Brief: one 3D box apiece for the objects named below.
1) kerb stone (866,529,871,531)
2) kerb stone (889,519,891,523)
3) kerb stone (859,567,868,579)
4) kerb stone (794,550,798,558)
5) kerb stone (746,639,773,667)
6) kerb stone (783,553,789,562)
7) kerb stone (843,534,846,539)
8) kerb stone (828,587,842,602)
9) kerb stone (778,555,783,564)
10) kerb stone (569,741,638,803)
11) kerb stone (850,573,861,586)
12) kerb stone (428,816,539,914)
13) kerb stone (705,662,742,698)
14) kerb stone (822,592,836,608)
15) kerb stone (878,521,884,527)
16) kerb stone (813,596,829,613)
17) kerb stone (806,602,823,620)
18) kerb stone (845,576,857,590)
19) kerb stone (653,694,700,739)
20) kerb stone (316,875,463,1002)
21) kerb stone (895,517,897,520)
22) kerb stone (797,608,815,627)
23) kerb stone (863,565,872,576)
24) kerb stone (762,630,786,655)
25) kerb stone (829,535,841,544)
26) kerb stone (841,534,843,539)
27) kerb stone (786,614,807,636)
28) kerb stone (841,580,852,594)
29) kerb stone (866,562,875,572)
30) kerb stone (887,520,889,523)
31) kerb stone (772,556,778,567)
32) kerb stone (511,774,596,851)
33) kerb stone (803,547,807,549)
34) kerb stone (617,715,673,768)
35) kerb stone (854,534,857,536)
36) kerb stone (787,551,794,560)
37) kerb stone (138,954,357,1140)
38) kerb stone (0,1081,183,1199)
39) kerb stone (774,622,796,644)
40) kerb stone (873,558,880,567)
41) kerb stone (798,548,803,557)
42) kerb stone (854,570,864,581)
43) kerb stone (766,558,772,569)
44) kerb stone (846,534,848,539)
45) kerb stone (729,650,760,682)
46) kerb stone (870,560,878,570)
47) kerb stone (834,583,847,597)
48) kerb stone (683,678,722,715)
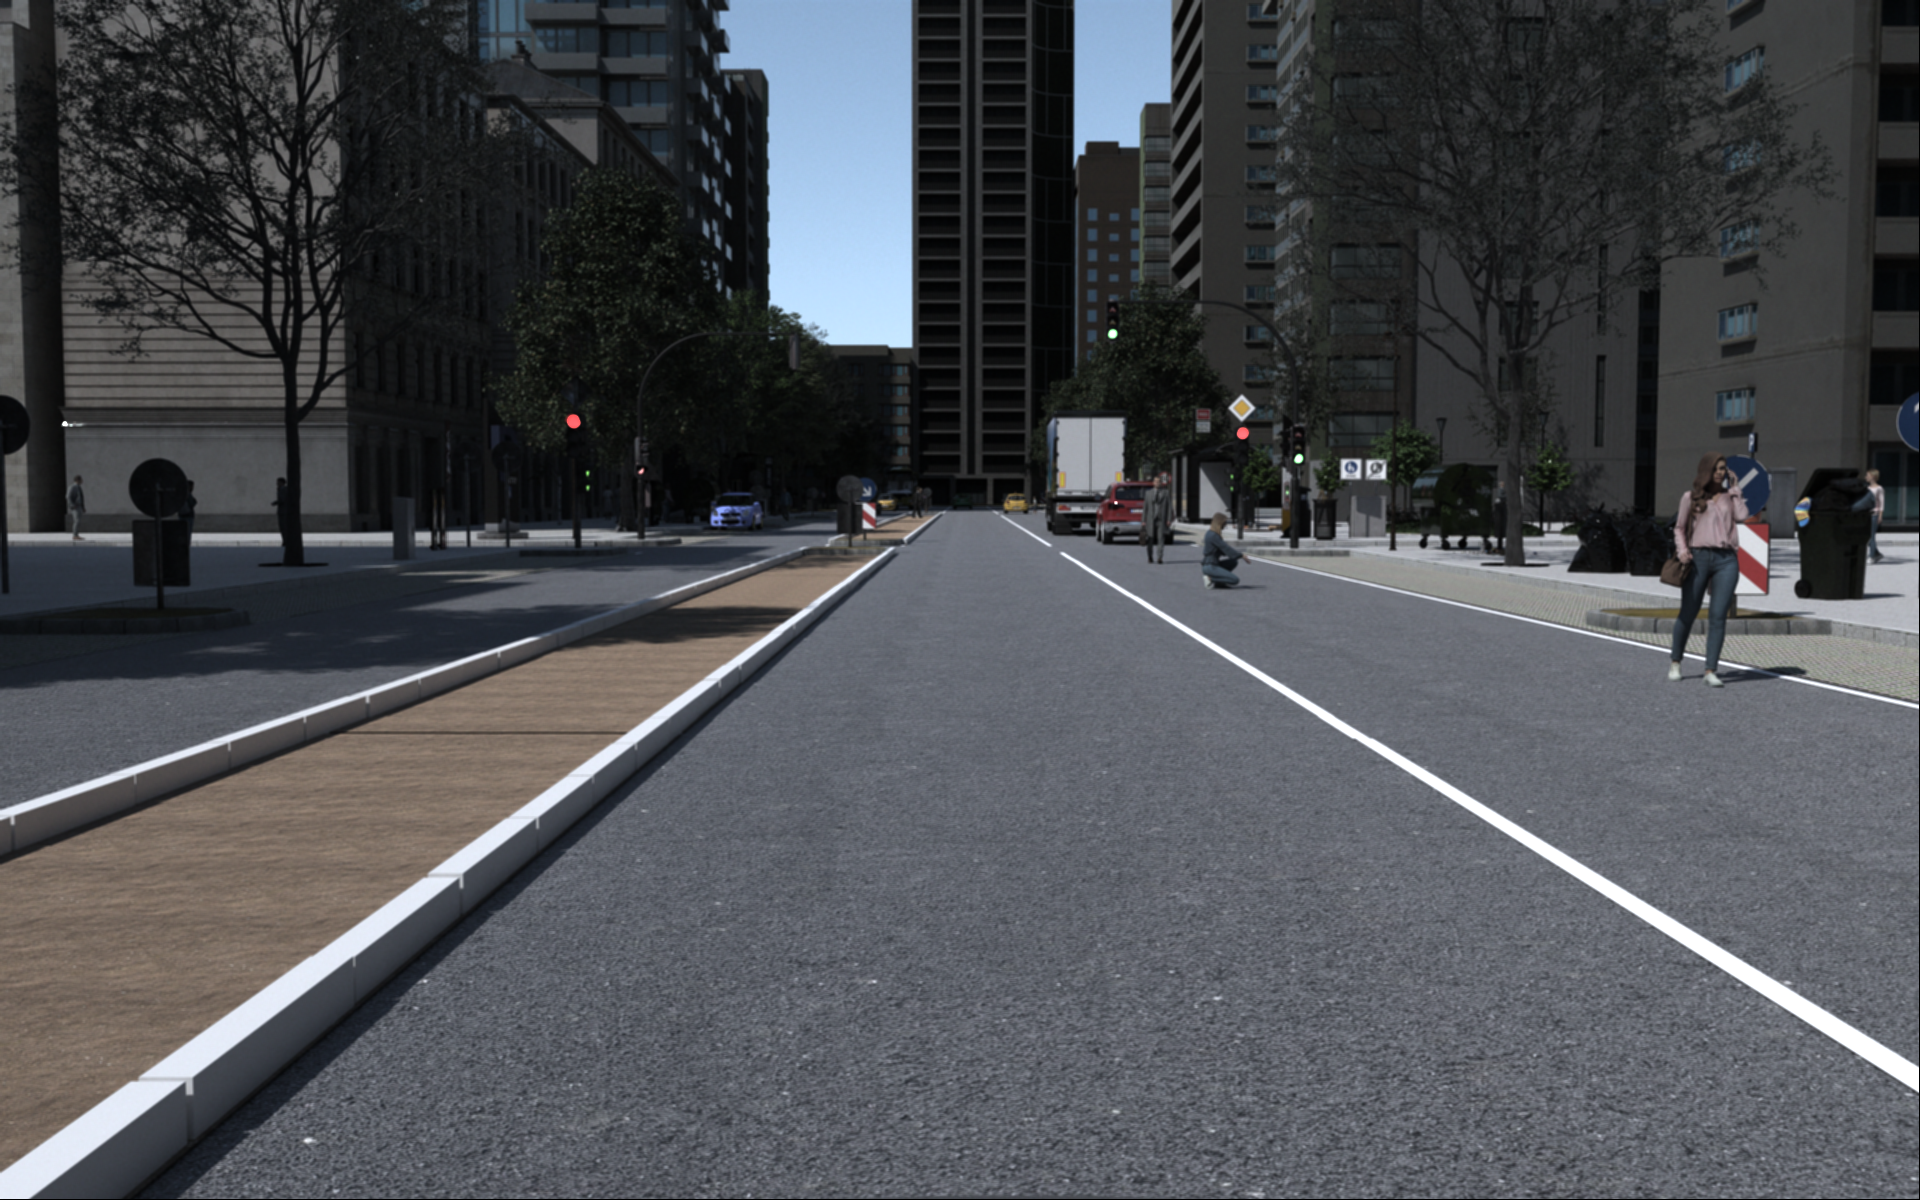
[{"bbox_3d":[-3.616,-2.762,67.363,0.120,0.150,1.000,0,4,0],"label":"kerb stone"},{"bbox_3d":[-3.566,-3.767,83.790,0.120,0.150,1.000,0,4,0],"label":"kerb stone"},{"bbox_3d":[-1.665,-0.411,28.908,0.120,0.150,1.000,0,4,0],"label":"kerb stone"},{"bbox_3d":[-3.726,-0.977,38.175,0.120,0.150,1.000,0,4,0],"label":"kerb stone"},{"bbox_3d":[-1.705,0.467,14.554,0.120,0.150,1.000,0,4,0],"label":"kerb stone"},{"bbox_3d":[-3.739,-0.852,36.120,0.120,0.150,1.000,0,4,0],"label":"kerb stone"},{"bbox_3d":[-3.674,-1.883,53.011,0.120,0.150,1.000,0,4,0],"label":"kerb stone"},{"bbox_3d":[-1.684,-0.034,22.759,0.120,0.150,1.000,0,4,0],"label":"kerb stone"},{"bbox_3d":[-3.742,-0.785,35.098,0.120,0.150,1.000,0,4,0],"label":"kerb stone"},{"bbox_3d":[-1.732,0.843,8.411,0.120,0.150,1.000,0,4,0],"label":"kerb stone"},{"bbox_3d":[-1.664,-0.285,26.856,0.120,0.150,1.000,0,4,0],"label":"kerb stone"},{"bbox_3d":[-1.739,0.969,6.360,0.120,0.150,1.000,0,4,0],"label":"kerb stone"},{"bbox_3d":[-1.719,0.592,12.510,0.120,0.150,1.000,0,4,0],"label":"kerb stone"},{"bbox_3d":[-1.691,0.030,21.737,0.120,0.150,1.000,0,4,0],"label":"kerb stone"},{"bbox_3d":[-3.583,-3.390,77.620,0.120,0.150,1.000,0,4,0],"label":"kerb stone"},{"bbox_3d":[-1.694,0.091,20.707,0.120,0.150,1.000,0,4,0],"label":"kerb stone"},{"bbox_3d":[-1.690,0.157,19.682,0.120,0.150,1.000,0,4,0],"label":"kerb stone"},{"bbox_3d":[-1.662,-0.222,25.831,0.120,0.150,1.000,0,4,0],"label":"kerb stone"},{"bbox_3d":[-1.724,0.719,10.456,0.120,0.150,1.000,0,4,0],"label":"kerb stone"},{"bbox_3d":[-1.746,1.039,5.334,0.120,0.150,1.000,0,4,0],"label":"kerb stone"},{"bbox_3d":[-3.543,-4.206,90.958,0.120,0.150,1.000,0,4,0],"label":"kerb stone"},{"bbox_3d":[-1.697,0.224,18.656,0.120,0.150,1.000,0,4,0],"label":"kerb stone"},{"bbox_3d":[-1.653,-0.473,29.930,0.120,0.150,1.000,0,4,0],"label":"kerb stone"},{"bbox_3d":[-1.703,0.411,15.577,0.120,0.150,1.000,0,4,0],"label":"kerb stone"},{"bbox_3d":[-3.674,-1.753,50.958,0.120,0.150,1.000,0,4,0],"label":"kerb stone"},{"bbox_3d":[-3.679,-1.822,51.980,0.120,0.150,1.000,0,4,0],"label":"kerb stone"},{"bbox_3d":[-1.694,0.279,17.633,0.120,0.150,1.000,0,4,0],"label":"kerb stone"},{"bbox_3d":[-1.676,-0.157,24.809,0.120,0.150,1.000,0,4,0],"label":"kerb stone"},{"bbox_3d":[-1.653,-0.534,30.952,0.120,0.150,1.000,0,4,0],"label":"kerb stone"},{"bbox_3d":[-3.568,-3.641,81.723,0.120,0.150,1.000,0,4,0],"label":"kerb stone"},{"bbox_3d":[-3.742,-0.726,34.067,0.120,0.150,1.000,0,4,0],"label":"kerb stone"},{"bbox_3d":[-1.734,0.908,7.390,0.120,0.150,1.000,0,4,0],"label":"kerb stone"},{"bbox_3d":[-3.714,-1.092,40.220,0.120,0.150,1.000,0,4,0],"label":"kerb stone"},{"bbox_3d":[-1.726,0.781,9.433,0.120,0.150,1.000,0,4,0],"label":"kerb stone"},{"bbox_3d":[-3.649,-2.190,58.127,0.120,0.150,1.000,0,4,0],"label":"kerb stone"},{"bbox_3d":[-3.723,-0.905,37.145,0.120,0.150,1.000,0,4,0],"label":"kerb stone"},{"bbox_3d":[-1.745,1.094,4.312,0.120,0.150,1.000,0,4,0],"label":"kerb stone"},{"bbox_3d":[-1.753,1.156,3.288,0.120,0.150,1.000,0,4,0],"label":"kerb stone"},{"bbox_3d":[-1.704,0.343,16.601,0.120,0.150,1.000,0,4,0],"label":"kerb stone"},{"bbox_3d":[-1.651,-0.662,33.013,0.120,0.150,1.000,0,4,0],"label":"kerb stone"},{"bbox_3d":[-3.724,-1.034,39.198,0.120,0.150,1.000,0,4,0],"label":"kerb stone"},{"bbox_3d":[-1.670,-0.348,27.881,0.120,0.150,1.000,0,4,0],"label":"kerb stone"},{"bbox_3d":[-3.743,-0.664,33.045,0.120,0.150,1.000,0,4,0],"label":"kerb stone"},{"bbox_3d":[-3.670,-1.947,54.035,0.120,0.150,1.000,0,4,0],"label":"kerb stone"},{"bbox_3d":[-1.706,0.530,13.532,0.120,0.150,1.000,0,4,0],"label":"kerb stone"},{"bbox_3d":[-1.651,-0.598,31.982,0.120,0.150,1.000,0,4,0],"label":"kerb stone"},{"bbox_3d":[-1.683,-0.097,23.781,0.120,0.150,1.000,0,4,0],"label":"kerb stone"},{"bbox_3d":[-1.727,0.661,11.479,0.120,0.150,1.000,0,4,0],"label":"kerb stone"}]
